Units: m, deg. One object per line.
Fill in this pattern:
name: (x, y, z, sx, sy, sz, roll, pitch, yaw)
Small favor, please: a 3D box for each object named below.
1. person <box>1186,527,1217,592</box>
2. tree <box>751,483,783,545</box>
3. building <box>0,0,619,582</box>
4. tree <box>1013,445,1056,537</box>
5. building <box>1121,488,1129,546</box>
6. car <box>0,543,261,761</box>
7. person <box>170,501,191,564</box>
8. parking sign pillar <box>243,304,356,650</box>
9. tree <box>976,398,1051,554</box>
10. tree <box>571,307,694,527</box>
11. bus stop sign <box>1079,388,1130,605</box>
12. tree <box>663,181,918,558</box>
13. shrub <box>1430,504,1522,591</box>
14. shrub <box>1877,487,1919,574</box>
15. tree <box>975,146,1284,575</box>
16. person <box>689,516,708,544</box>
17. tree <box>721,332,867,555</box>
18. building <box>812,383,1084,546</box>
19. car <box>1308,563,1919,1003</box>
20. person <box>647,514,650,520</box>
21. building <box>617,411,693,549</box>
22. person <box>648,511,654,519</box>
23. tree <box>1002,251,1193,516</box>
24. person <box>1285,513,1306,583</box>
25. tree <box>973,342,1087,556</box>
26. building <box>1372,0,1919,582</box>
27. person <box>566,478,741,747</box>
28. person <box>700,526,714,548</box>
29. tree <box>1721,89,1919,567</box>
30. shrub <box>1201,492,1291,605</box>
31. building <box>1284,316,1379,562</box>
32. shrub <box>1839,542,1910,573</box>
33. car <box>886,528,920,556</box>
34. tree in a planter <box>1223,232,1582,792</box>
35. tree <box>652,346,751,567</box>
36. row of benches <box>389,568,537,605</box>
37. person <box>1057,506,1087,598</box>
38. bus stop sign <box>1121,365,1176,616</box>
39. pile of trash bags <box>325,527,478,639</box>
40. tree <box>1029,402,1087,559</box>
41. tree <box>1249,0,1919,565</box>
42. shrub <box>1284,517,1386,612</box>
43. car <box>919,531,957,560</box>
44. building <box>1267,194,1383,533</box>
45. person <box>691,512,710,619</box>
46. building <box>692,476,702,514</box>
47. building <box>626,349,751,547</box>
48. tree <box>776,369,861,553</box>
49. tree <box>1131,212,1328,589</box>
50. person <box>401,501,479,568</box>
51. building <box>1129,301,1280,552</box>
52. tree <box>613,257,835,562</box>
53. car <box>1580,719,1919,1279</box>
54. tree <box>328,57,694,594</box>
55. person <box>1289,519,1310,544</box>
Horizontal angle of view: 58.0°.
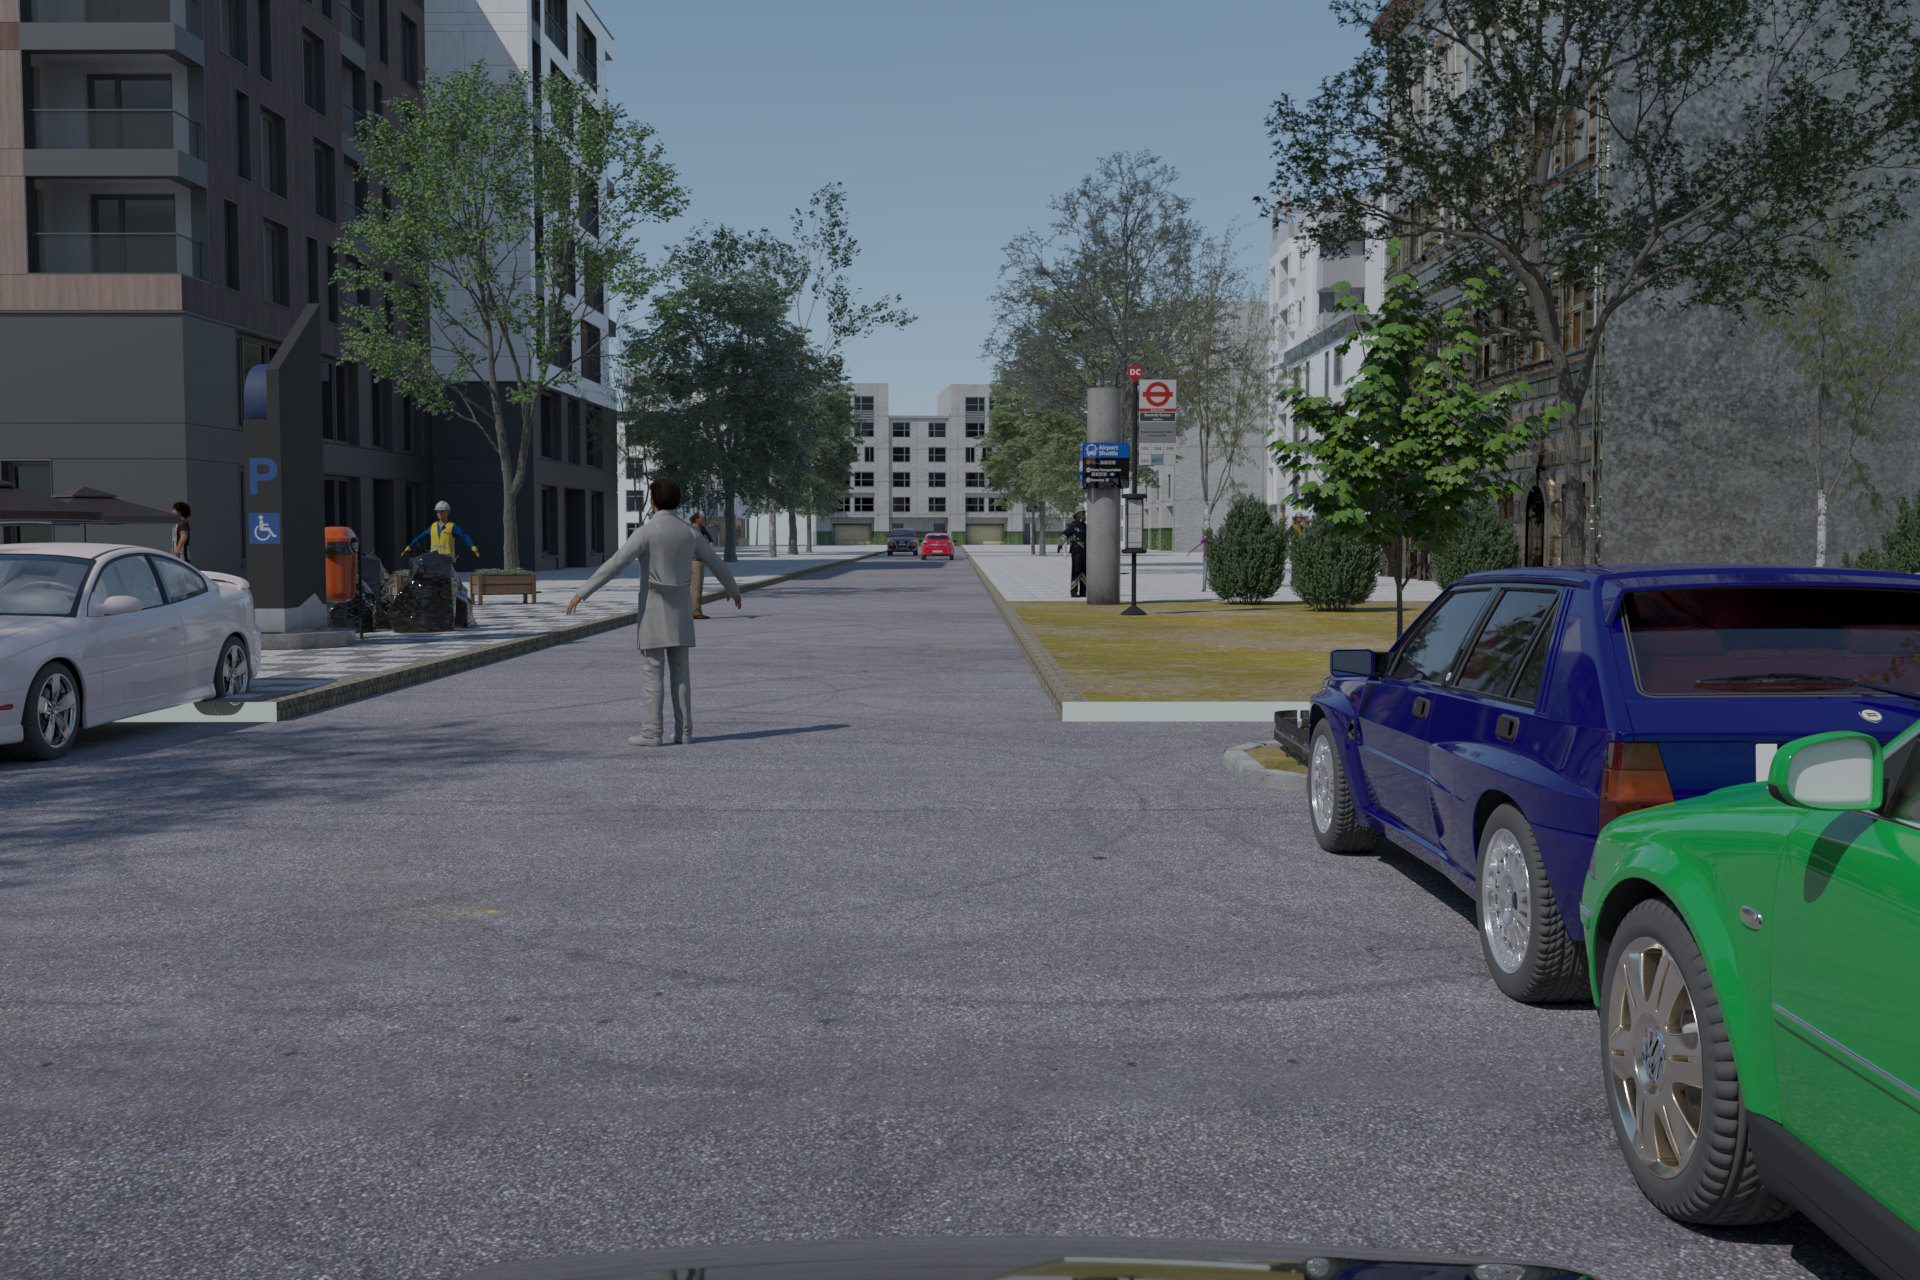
person: (5.520, -1.783, 38.421, 0.991, 1.433, 0.599, 0, 4, 6)
tree: (-23.827, -16.573, 205.386, 7.601, 10.594, 8.767, 0, 4, -4)
building: (-28.267, -12.950, 55.702, 27.936, 21.610, 32.646, 0, 4, 0)
tree: (4.861, -10.178, 116.774, 4.737, 8.622, 4.395, 0, 3, 0)
building: (21.391, -14.418, 177.874, 9.099, 9.664, 28.070, 0, 4, 0)
car: (-6.668, -0.005, 12.441, 2.083, 1.381, 4.827, 0, 4, -1)
person: (-13.053, -1.396, 28.971, 0.704, 1.843, 1.345, -2, 4, -26)
parking sign pillar: (-7.676, -1.910, 19.703, 1.447, 3.967, 1.447, 0, 4, 0)
tree: (4.387, -10.683, 109.078, 8.767, 10.594, 7.601, 3, 5, 41)
tree: (-10.325, -6.485, 56.396, 4.360, 8.622, 3.978, 0, 3, 0)
bus stop sign: (2.615, -2.596, 31.464, 0.837, 3.901, 0.837, 0, 4, 0)
tree: (-9.043, -14.494, 92.865, 12.611, 20.169, 13.585, 0, 3, 0)
shrub: (9.484, -1.683, 31.940, 1.690, 2.028, 1.600, 0, 3, 0)
shrub: (13.811, -1.236, 24.621, 1.690, 2.028, 1.600, 0, 3, 0)
tree: (4.933, -8.840, 54.900, 12.009, 13.543, 11.850, 0, 3, 0)
person: (-7.984, -2.821, 51.980, 0.705, 1.847, 1.347, 1, 4, 23)
tree: (-10.390, -12.246, 106.870, 9.857, 13.997, 8.962, 0, 3, 0)
building: (-1.947, -20.899, 210.613, 31.486, 18.905, 16.747, 0, 4, -6)
car: (2.505, 0.362, 6.654, 1.945, 1.354, 3.894, 0, 4, -1)
person: (-7.387, -2.193, 41.787, 1.347, 1.837, 0.705, 3, 5, 40)
building: (-24.860, -11.633, 132.346, 9.099, 9.664, 28.070, 0, 4, -1)
person: (-6.793, -1.996, 38.757, 0.704, 1.817, 1.347, -1, 4, -13)
tree: (5.401, -9.216, 68.803, 7.486, 12.596, 7.792, 0, 3, 0)
person: (8.478, -2.282, 43.284, 1.349, 1.833, 0.705, -3, 4, -37)
tree: (4.379, -11.046, 98.728, 7.486, 12.596, 7.792, 0, 3, 0)
building: (21.855, -12.947, 42.607, 19.493, 23.208, 18.063, 0, 4, 0)
person: (-2.022, -0.192, 11.779, 1.347, 1.806, 0.705, -3, 5, -40)
person: (-7.150, -2.498, 47.021, 1.347, 1.806, 0.705, 2, 4, 35)
tree: (14.467, -4.832, 29.369, 4.360, 8.622, 3.978, 0, 3, 0)
shrub: (5.234, -1.683, 31.551, 1.661, 2.075, 1.752, 0, 3, 0)
building: (19.452, -7.592, 66.272, 9.099, 9.664, 28.070, 0, 4, 0)
shrub: (9.651, -0.441, 18.327, 1.383, 1.207, 1.383, 0, 3, 0)
car: (-3.842, -6.596, 116.523, 2.281, 1.827, 5.304, 0, 4, -1)
tree in a planter: (2.631, -0.801, 10.316, 1.991, 3.239, 1.994, 0, 3, 0)
tree: (-9.823, -7.179, 67.734, 4.360, 8.622, 3.978, 0, 3, 0)
row of benches: (-9.528, -0.951, 31.015, 4.104, 0.672, 1.422, -2, 4, -30)
person: (2.436, -1.789, 35.033, 1.354, 1.856, 0.705, -3, 4, -38)
bus stop sign: (2.975, -2.364, 27.352, 0.855, 3.939, 0.416, 0, 4, 0)
pile of trash bags: (-7.563, -0.783, 22.555, 1.912, 1.369, 3.447, 0, 4, 0)
tree: (5.393, -8.459, 88.660, 4.360, 8.622, 3.978, 0, 3, 0)
tree: (7.007, -5.184, 19.174, 8.767, 10.594, 7.601, 2, 4, 27)
shrub: (6.226, -1.510, 28.732, 1.661, 2.075, 1.752, 0, 3, 0)
car: (-1.227, -5.303, 95.745, 2.155, 1.783, 4.494, 0, 3, 0)
building: (22.694, -14.765, 97.835, 16.016, 20.090, 11.380, 0, 4, 0)
person: (-4.405, -1.254, 29.234, 0.705, 1.796, 1.348, -1, 4, -17)
building: (-28.291, -13.353, 160.476, 9.099, 9.664, 28.070, 0, 4, 0)
building: (-28.018, -19.689, 178.336, 16.016, 20.090, 11.380, 0, 4, -1)
tree: (-10.522, -12.289, 119.045, 7.486, 12.596, 7.792, 0, 3, 0)
tree: (5.615, -5.506, 40.387, 4.360, 8.622, 3.978, 0, 3, 0)
person: (-7.757, -1.188, 25.892, 1.216, 1.772, 0.721, 0, 4, 7)
building: (23.685, -16.734, 140.051, 16.747, 18.905, 31.486, 0, 4, 0)
tree: (-10.631, -10.539, 78.967, 9.857, 13.997, 8.962, 0, 3, 0)
car: (2.323, 0.401, 2.245, 1.959, 1.807, 4.718, 0, 3, 0)
tree: (-9.604, -6.817, 37.206, 9.928, 11.665, 9.643, 0, 3, 0)
person: (10.278, -2.736, 51.530, 1.217, 1.733, 0.721, -1, 4, -17)
